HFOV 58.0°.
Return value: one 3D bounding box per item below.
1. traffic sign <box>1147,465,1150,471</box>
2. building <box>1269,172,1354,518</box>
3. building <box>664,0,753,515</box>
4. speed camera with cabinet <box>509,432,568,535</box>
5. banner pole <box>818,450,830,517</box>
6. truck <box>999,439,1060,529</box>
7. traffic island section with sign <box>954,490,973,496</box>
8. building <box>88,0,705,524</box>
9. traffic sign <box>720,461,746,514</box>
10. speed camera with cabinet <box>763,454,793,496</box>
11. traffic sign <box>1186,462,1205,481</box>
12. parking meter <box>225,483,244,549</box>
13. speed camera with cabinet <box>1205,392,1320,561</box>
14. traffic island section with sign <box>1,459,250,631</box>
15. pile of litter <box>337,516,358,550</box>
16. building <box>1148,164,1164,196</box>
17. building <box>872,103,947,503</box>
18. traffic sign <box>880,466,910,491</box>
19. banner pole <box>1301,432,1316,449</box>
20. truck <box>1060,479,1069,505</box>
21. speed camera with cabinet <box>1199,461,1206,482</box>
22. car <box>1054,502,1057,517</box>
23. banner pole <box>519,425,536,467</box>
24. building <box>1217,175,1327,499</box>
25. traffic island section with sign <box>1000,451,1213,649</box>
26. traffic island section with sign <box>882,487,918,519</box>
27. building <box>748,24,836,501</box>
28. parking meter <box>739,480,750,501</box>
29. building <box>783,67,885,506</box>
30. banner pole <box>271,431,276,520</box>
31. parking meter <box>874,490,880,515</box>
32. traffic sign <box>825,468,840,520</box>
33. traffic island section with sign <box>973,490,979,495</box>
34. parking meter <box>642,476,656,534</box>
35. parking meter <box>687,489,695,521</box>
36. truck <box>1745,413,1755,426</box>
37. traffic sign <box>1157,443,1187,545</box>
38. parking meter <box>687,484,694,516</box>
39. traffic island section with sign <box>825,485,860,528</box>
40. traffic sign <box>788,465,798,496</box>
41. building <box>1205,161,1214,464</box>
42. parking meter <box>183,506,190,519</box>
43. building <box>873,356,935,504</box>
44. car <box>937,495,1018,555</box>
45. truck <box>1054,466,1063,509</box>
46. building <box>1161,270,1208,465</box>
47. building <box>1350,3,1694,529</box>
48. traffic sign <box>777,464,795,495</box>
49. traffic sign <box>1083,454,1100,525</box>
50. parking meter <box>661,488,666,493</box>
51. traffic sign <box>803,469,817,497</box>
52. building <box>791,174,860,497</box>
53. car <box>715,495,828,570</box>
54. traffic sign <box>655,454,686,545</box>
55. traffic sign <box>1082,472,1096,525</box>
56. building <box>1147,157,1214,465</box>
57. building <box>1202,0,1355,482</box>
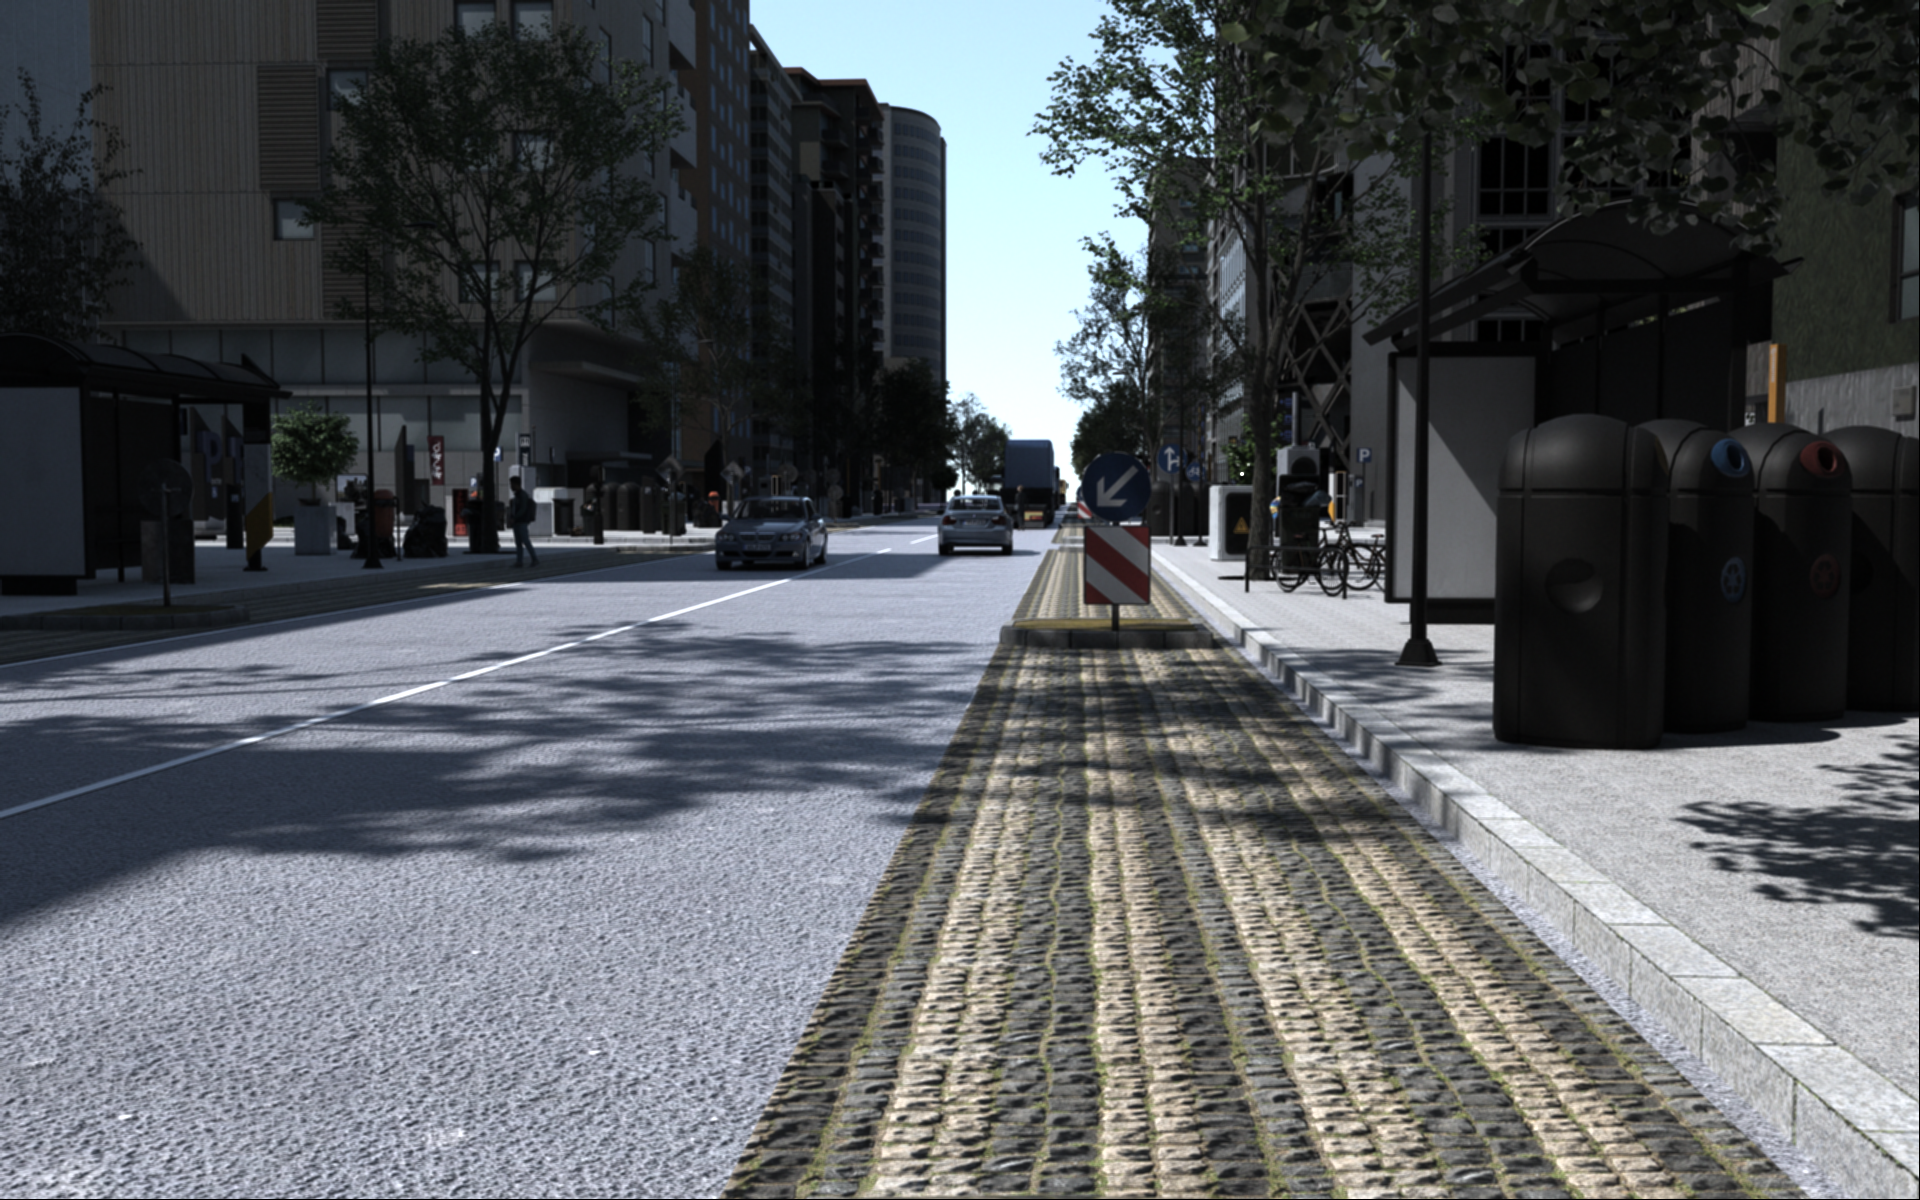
[{"bbox_3d":[8.537,-4.777,78.113,0.884,2.594,0.081,1,4,11],"label":"traffic sign"},{"bbox_3d":[25.885,-14.093,97.875,16.820,18.784,16.811,0,4,4],"label":"building"},{"bbox_3d":[-21.947,-28.391,114.308,14.600,45.320,14.200,0,4,4],"label":"building"},{"bbox_3d":[-13.501,-3.738,55.454,2.038,3.252,0.660,2,4,31],"label":"speed camera with cabinet"},{"bbox_3d":[-7.973,-6.782,100.906,0.863,3.779,0.401,0,4,3],"label":"banner pole"},{"bbox_3d":[2.941,-5.491,79.538,2.967,4.110,18.799,0,4,4],"label":"truck"},{"bbox_3d":[-0.165,-8.727,151.309,1.989,1.847,2.006,0,4,4],"label":"traffic island section with sign"},{"bbox_3d":[-28.655,-30.363,85.670,28.713,52.752,27.495,0,4,4],"label":"building"},{"bbox_3d":[-6.780,-2.944,51.780,0.795,2.450,0.064,0,4,4],"label":"traffic sign"},{"bbox_3d":[-8.932,-5.546,85.019,0.660,3.252,2.038,-3,4,-36],"label":"speed camera with cabinet"},{"bbox_3d":[9.341,-4.197,68.732,0.768,2.556,0.104,1,4,13],"label":"traffic sign"},{"bbox_3d":[-16.981,-1.965,40.532,0.372,1.533,0.369,0,3,0],"label":"parking meter"},{"bbox_3d":[5.862,-2.385,33.333,2.038,3.252,0.660,-1,4,-12],"label":"speed camera with cabinet"},{"bbox_3d":[-8.995,-0.635,19.004,1.989,1.847,2.006,0,4,4],"label":"traffic island section with sign"},{"bbox_3d":[-14.319,-1.617,40.399,1.176,0.858,1.719,-2,4,-29],"label":"pile of litter"},{"bbox_3d":[43.383,-41.555,268.656,28.713,52.752,27.495,0,4,4],"label":"building"},{"bbox_3d":[-13.531,-44.000,261.400,21.231,58.520,28.212,0,4,4],"label":"building"},{"bbox_3d":[-4.765,-8.087,126.102,2.265,3.308,0.079,1,4,9],"label":"traffic sign"},{"bbox_3d":[13.886,-4.866,69.583,0.863,3.779,0.401,1,4,16],"label":"banner pole"},{"bbox_3d":[12.573,-14.160,227.442,3.469,3.379,9.791,0,4,3],"label":"truck"},{"bbox_3d":[15.517,-6.781,105.209,2.038,3.252,0.660,0,4,-8],"label":"speed camera with cabinet"},{"bbox_3d":[5.079,-5.861,108.401,1.945,1.354,3.894,0,4,3],"label":"car"},{"bbox_3d":[-15.743,-4.482,63.294,0.863,3.779,0.401,1,4,21],"label":"banner pole"},{"bbox_3d":[22.803,-16.328,116.117,9.793,20.994,18.267,0,4,4],"label":"building"},{"bbox_3d":[1.402,-0.506,16.902,1.989,1.847,2.006,0,4,4],"label":"traffic island section with sign"},{"bbox_3d":[-3.503,-5.665,101.255,1.989,1.847,2.006,0,4,4],"label":"traffic island section with sign"},{"bbox_3d":[-26.698,-27.405,139.960,32.217,40.220,23.993,0,4,4],"label":"building"},{"bbox_3d":[-8.810,-3.976,70.723,0.399,1.863,0.255,-2,4,-26],"label":"parking meter"},{"bbox_3d":[-19.641,-32.178,180.741,22.147,44.769,28.867,0,4,4],"label":"building"},{"bbox_3d":[-27.530,-4.833,69.029,0.401,3.779,0.863,2,4,27],"label":"banner pole"},{"bbox_3d":[-5.046,-5.898,104.835,0.372,1.533,0.369,0,3,0],"label":"parking meter"},{"bbox_3d":[-6.292,-5.228,85.583,0.768,2.556,0.104,0,4,8],"label":"traffic sign"},{"bbox_3d":[1.649,-10.395,178.579,1.989,1.847,2.006,0,4,4],"label":"traffic island section with sign"},{"bbox_3d":[-10.035,-3.075,55.990,0.399,1.863,0.255,1,4,8],"label":"parking meter"},{"bbox_3d":[-12.758,-4.519,82.298,0.372,1.533,0.369,0,3,0],"label":"parking meter"},{"bbox_3d":[21.235,-3.463,45.528,11.283,4.237,2.839,0,4,6],"label":"truck"},{"bbox_3d":[5.330,-2.659,43.583,0.768,2.556,0.104,1,4,9],"label":"traffic sign"},{"bbox_3d":[-15.907,-5.910,102.342,0.399,1.863,0.255,2,4,26],"label":"parking meter"},{"bbox_3d":[-5.329,-3.998,73.998,1.989,1.847,2.006,0,4,4],"label":"traffic island section with sign"},{"bbox_3d":[-7.456,-4.622,75.678,0.768,2.556,0.104,1,4,13],"label":"traffic sign"},{"bbox_3d":[38.544,-29.851,179.943,32.217,40.220,23.993,0,4,4],"label":"building"},{"bbox_3d":[-25.903,-3.019,57.774,0.372,1.533,0.369,0,3,0],"label":"parking meter"},{"bbox_3d":[-18.285,-23.807,234.280,27.650,21.520,28.899,0,4,4],"label":"building"},{"bbox_3d":[0.410,-1.837,42.033,2.014,1.417,4.499,0,4,2],"label":"car"},{"bbox_3d":[7.788,-10.406,159.900,2.967,4.110,18.799,0,4,5],"label":"truck"},{"bbox_3d":[33.356,-27.861,227.232,14.160,30.474,14.107,0,4,4],"label":"building"},{"bbox_3d":[27.622,-16.524,63.674,24.014,27.812,14.314,0,4,4],"label":"building"},{"bbox_3d":[-7.288,-4.425,72.451,0.768,2.556,0.104,1,4,9],"label":"traffic sign"},{"bbox_3d":[3.457,-2.412,43.076,0.795,2.450,0.064,0,4,4],"label":"traffic sign"},{"bbox_3d":[-11.599,-3.598,67.234,0.372,1.533,0.369,0,3,0],"label":"parking meter"},{"bbox_3d":[-7.624,-5.398,88.366,0.768,2.556,0.104,0,4,6],"label":"traffic sign"},{"bbox_3d":[-17.064,-23.698,159.164,14.160,30.474,14.107,0,4,4],"label":"building"},{"bbox_3d":[-3.675,-1.365,34.325,2.014,1.417,4.499,0,4,3],"label":"car"},{"bbox_3d":[-7.312,-2.457,43.813,0.795,2.450,0.064,0,4,4],"label":"traffic sign"},{"bbox_3d":[3.989,-2.899,51.044,0.795,2.450,0.064,0,4,4],"label":"traffic sign"},{"bbox_3d":[37.636,-37.976,244.611,21.300,48.544,21.600,0,4,4],"label":"building"},{"bbox_3d":[31.768,-43.912,156.213,20.563,71.187,20.611,0,4,4],"label":"building"}]
